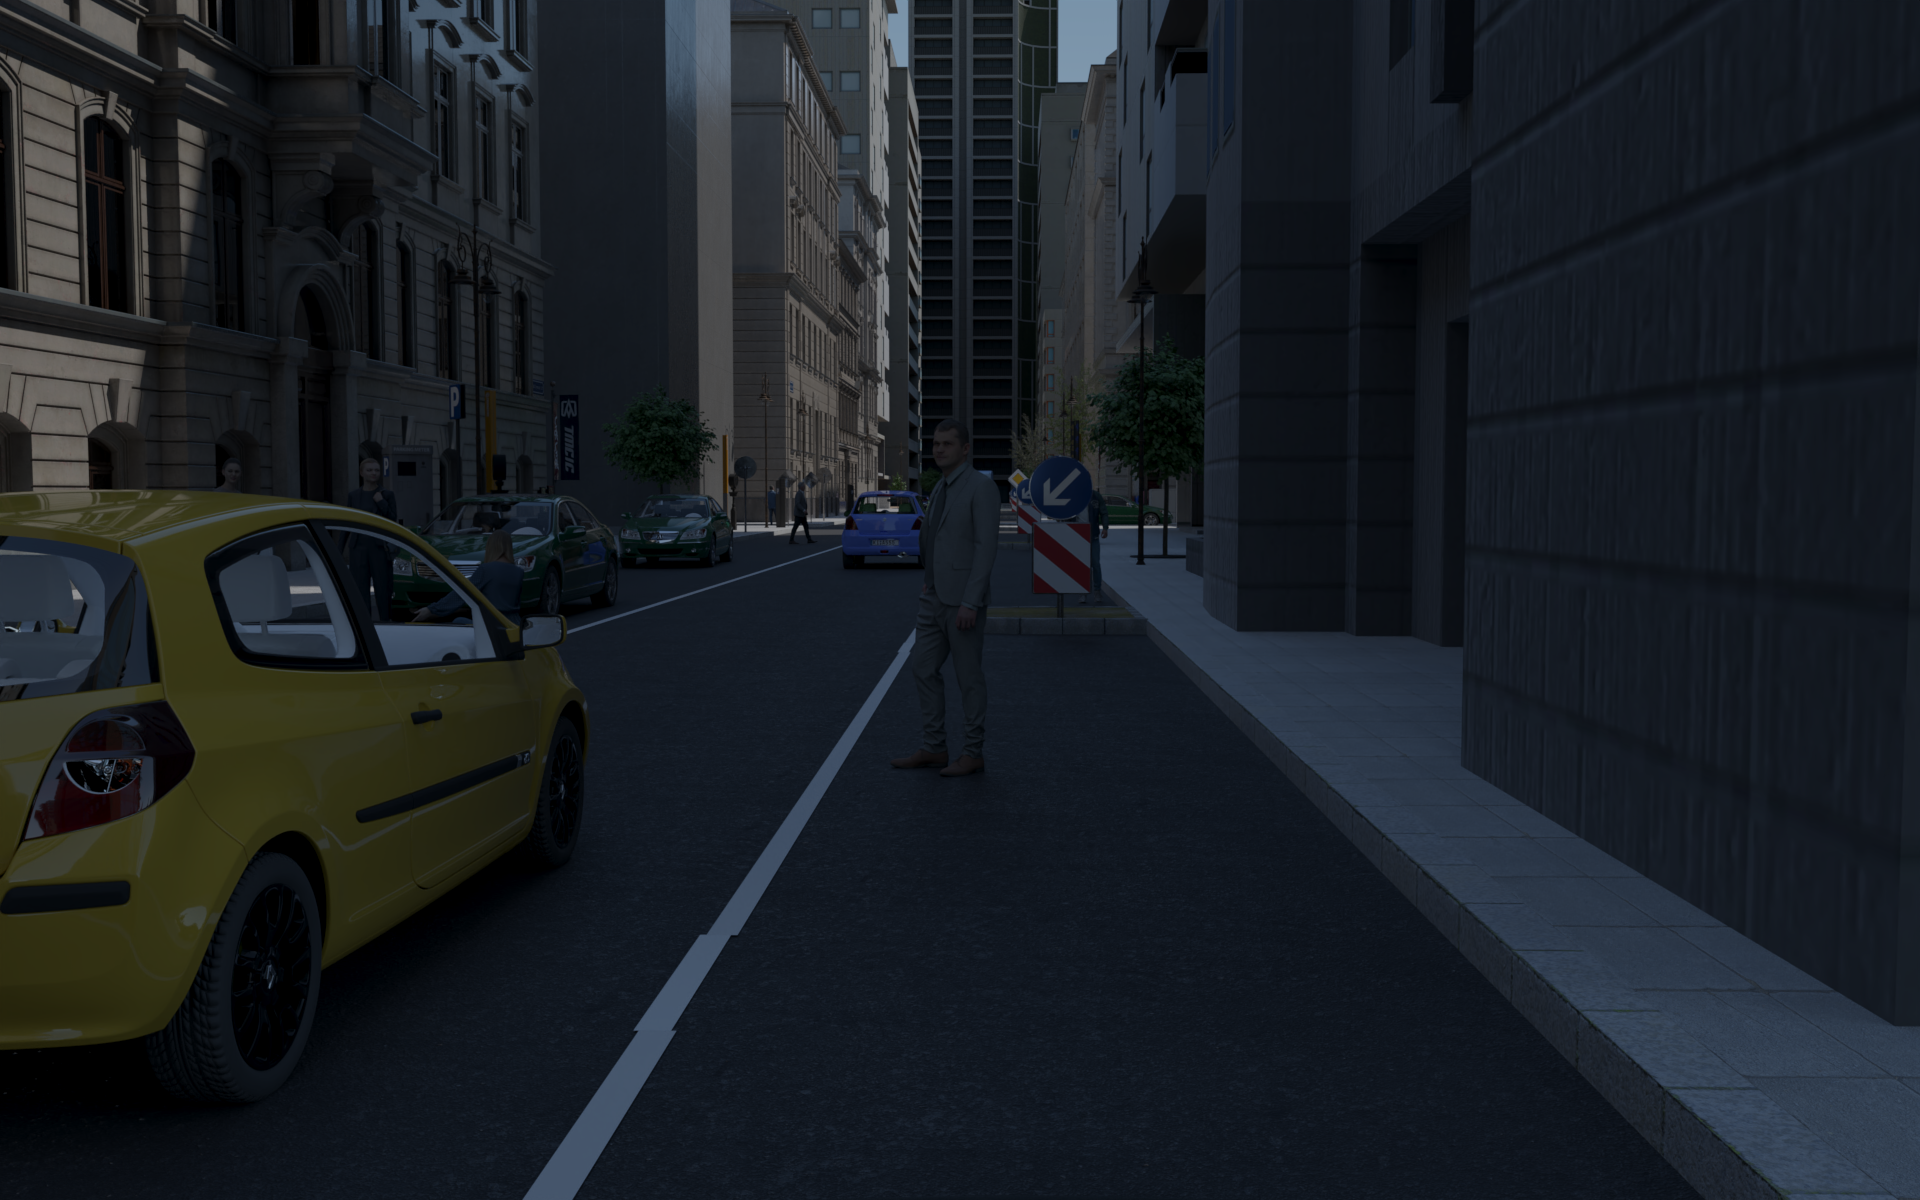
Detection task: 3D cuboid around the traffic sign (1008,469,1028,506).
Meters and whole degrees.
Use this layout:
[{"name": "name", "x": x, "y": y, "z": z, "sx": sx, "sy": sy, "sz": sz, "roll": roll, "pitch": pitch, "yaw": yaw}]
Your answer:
[{"name": "traffic sign", "x": 2.289, "y": -3.955, "z": 68.302, "sx": 0.795, "sy": 2.450, "sz": 0.064, "roll": 0, "pitch": 4, "yaw": 2}]

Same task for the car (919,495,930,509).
[{"name": "car", "x": -3.027, "y": -7.450, "z": 134.392, "sx": 1.945, "sy": 1.354, "sz": 3.894, "roll": 0, "pitch": 4, "yaw": 0}]

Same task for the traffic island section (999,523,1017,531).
[{"name": "traffic island section", "x": 2.312, "y": -2.819, "z": 68.379, "sx": 2.009, "sy": 0.180, "sz": 2.903, "roll": 0, "pitch": 4, "yaw": 2}]

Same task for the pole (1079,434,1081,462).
[{"name": "pole", "x": 3.982, "y": -3.952, "z": 58.458, "sx": 0.158, "sy": 3.312, "sz": 0.155, "roll": 0, "pitch": 3, "yaw": 0}]

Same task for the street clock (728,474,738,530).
[{"name": "street clock", "x": -8.033, "y": -3.477, "z": 61.417, "sx": 0.358, "sy": 2.002, "sz": 0.471, "roll": 1, "pitch": 4, "yaw": 12}]

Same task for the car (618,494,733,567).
[{"name": "car", "x": -5.742, "y": -1.443, "z": 35.394, "sx": 2.131, "sy": 1.459, "sz": 4.920, "roll": 0, "pitch": 4, "yaw": 0}]

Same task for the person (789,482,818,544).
[{"name": "person", "x": -4.496, "y": -2.494, "z": 49.680, "sx": 0.834, "sy": 1.777, "sz": 0.661, "roll": 0, "pitch": 4, "yaw": -5}]

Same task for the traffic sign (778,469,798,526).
[{"name": "traffic sign", "x": -6.802, "y": -3.971, "z": 68.571, "sx": 0.795, "sy": 2.450, "sz": 0.064, "roll": 0, "pitch": 4, "yaw": 2}]

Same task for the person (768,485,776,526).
[{"name": "person", "x": -7.866, "y": -3.932, "z": 72.974, "sx": 0.721, "sy": 1.800, "sz": 0.419, "roll": 0, "pitch": 4, "yaw": 3}]

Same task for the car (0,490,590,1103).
[{"name": "car", "x": -2.403, "y": 0.287, "z": 5.531, "sx": 2.015, "sy": 1.641, "sz": 3.980, "roll": 0, "pitch": 4, "yaw": 2}]

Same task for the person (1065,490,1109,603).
[{"name": "person", "x": 1.646, "y": -0.859, "z": 22.895, "sx": 0.623, "sy": 1.781, "sz": 0.721, "roll": 0, "pitch": 4, "yaw": -1}]

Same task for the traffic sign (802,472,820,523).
[{"name": "traffic sign", "x": -6.583, "y": -4.459, "z": 76.553, "sx": 0.795, "sy": 2.450, "sz": 0.064, "roll": 0, "pitch": 4, "yaw": 2}]

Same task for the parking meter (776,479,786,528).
[{"name": "parking meter", "x": -6.856, "y": -3.700, "z": 66.209, "sx": 0.255, "sy": 1.863, "sz": 0.399, "roll": -2, "pitch": 4, "yaw": -33}]

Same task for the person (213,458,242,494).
[{"name": "person", "x": -7.045, "y": -0.484, "z": 16.747, "sx": 0.374, "sy": 1.781, "sz": 0.599, "roll": 1, "pitch": 4, "yaw": 13}]

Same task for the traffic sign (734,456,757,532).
[{"name": "traffic sign", "x": -7.196, "y": -3.544, "z": 58.046, "sx": 0.768, "sy": 2.556, "sz": 0.104, "roll": 0, "pitch": 4, "yaw": 3}]

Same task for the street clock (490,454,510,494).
[{"name": "street clock", "x": -8.416, "y": -1.658, "z": 31.683, "sx": 0.358, "sy": 2.002, "sz": 0.471, "roll": -1, "pitch": 4, "yaw": -18}]

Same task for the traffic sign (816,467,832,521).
[{"name": "traffic sign", "x": -6.520, "y": -5.062, "z": 82.876, "sx": 0.768, "sy": 2.556, "sz": 0.104, "roll": 0, "pitch": 4, "yaw": 8}]

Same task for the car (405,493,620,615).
[{"name": "car", "x": -5.378, "y": -0.547, "z": 20.748, "sx": 2.131, "sy": 1.459, "sz": 4.920, "roll": 0, "pitch": 4, "yaw": 2}]

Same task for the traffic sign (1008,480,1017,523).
[{"name": "traffic sign", "x": 2.507, "y": -4.443, "z": 76.284, "sx": 0.795, "sy": 2.450, "sz": 0.064, "roll": 0, "pitch": 4, "yaw": 2}]

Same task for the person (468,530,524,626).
[{"name": "person", "x": -3.808, "y": 0.019, "z": 13.693, "sx": 1.012, "sy": 1.151, "sz": 0.738, "roll": -3, "pitch": 5, "yaw": -41}]

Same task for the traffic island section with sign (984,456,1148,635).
[{"name": "traffic island section with sign", "x": 0.958, "y": -0.612, "z": 18.633, "sx": 1.989, "sy": 1.847, "sz": 2.006, "roll": 0, "pitch": 4, "yaw": 2}]

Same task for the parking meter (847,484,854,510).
[{"name": "parking meter", "x": -6.533, "y": -5.986, "z": 103.581, "sx": 0.255, "sy": 1.863, "sz": 0.399, "roll": 2, "pitch": 4, "yaw": 30}]

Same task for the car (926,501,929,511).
[{"name": "car", "x": -0.659, "y": -4.679, "z": 85.302, "sx": 1.959, "sy": 1.807, "sz": 4.718, "roll": 0, "pitch": 4, "yaw": 3}]

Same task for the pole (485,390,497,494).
[{"name": "pole", "x": -9.243, "y": -2.467, "z": 34.173, "sx": 0.158, "sy": 3.312, "sz": 0.155, "roll": 0, "pitch": 3, "yaw": 0}]

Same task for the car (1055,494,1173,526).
[{"name": "car", "x": 6.395, "y": -3.681, "z": 71.978, "sx": 4.920, "sy": 1.459, "sz": 2.131, "roll": 0, "pitch": 4, "yaw": 1}]

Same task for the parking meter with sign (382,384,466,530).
[{"name": "parking meter with sign", "x": -8.687, "y": -1.892, "z": 27.194, "sx": 1.738, "sy": 3.016, "sz": 0.543, "roll": -2, "pitch": 4, "yaw": -34}]

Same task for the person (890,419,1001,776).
[{"name": "person", "x": -0.028, "y": -0.018, "z": 8.901, "sx": 0.391, "sy": 1.810, "sz": 0.635, "roll": -3, "pitch": 4, "yaw": -39}]

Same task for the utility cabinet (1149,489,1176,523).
[{"name": "utility cabinet", "x": 8.918, "y": -4.139, "z": 76.352, "sx": 1.173, "sy": 1.500, "sz": 0.318, "roll": -1, "pitch": 4, "yaw": -19}]

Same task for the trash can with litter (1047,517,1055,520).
[{"name": "trash can with litter", "x": 4.744, "y": -4.591, "z": 86.446, "sx": 0.624, "sy": 1.170, "sz": 1.055, "roll": -2, "pitch": 4, "yaw": -30}]

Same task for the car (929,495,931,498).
[{"name": "car", "x": -2.160, "y": -9.318, "z": 161.947, "sx": 1.945, "sy": 1.707, "sz": 3.694, "roll": 0, "pitch": 4, "yaw": 1}]

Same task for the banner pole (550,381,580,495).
[{"name": "banner pole", "x": -8.802, "y": -2.961, "z": 38.430, "sx": 0.863, "sy": 3.779, "sz": 0.401, "roll": 1, "pitch": 4, "yaw": 15}]

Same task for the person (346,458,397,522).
[{"name": "person", "x": -5.684, "y": -0.473, "z": 16.662, "sx": 0.576, "sy": 1.772, "sz": 0.534, "roll": -2, "pitch": 4, "yaw": -26}]

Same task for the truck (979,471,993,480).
[{"name": "truck", "x": 2.573, "y": -12.476, "z": 193.748, "sx": 2.967, "sy": 4.110, "sz": 18.799, "roll": 0, "pitch": 4, "yaw": 1}]

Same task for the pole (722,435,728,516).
[{"name": "pole", "x": -8.097, "y": -4.033, "z": 59.781, "sx": 0.158, "sy": 3.312, "sz": 0.155, "roll": 0, "pitch": 3, "yaw": 0}]

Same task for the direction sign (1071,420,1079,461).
[{"name": "direction sign", "x": 3.540, "y": -3.755, "z": 53.395, "sx": 0.379, "sy": 3.537, "sz": 0.876, "roll": -1, "pitch": 4, "yaw": -12}]

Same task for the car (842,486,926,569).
[{"name": "car", "x": -1.383, "y": -1.525, "z": 34.528, "sx": 1.945, "sy": 1.707, "sz": 3.694, "roll": 0, "pitch": 4, "yaw": 1}]
